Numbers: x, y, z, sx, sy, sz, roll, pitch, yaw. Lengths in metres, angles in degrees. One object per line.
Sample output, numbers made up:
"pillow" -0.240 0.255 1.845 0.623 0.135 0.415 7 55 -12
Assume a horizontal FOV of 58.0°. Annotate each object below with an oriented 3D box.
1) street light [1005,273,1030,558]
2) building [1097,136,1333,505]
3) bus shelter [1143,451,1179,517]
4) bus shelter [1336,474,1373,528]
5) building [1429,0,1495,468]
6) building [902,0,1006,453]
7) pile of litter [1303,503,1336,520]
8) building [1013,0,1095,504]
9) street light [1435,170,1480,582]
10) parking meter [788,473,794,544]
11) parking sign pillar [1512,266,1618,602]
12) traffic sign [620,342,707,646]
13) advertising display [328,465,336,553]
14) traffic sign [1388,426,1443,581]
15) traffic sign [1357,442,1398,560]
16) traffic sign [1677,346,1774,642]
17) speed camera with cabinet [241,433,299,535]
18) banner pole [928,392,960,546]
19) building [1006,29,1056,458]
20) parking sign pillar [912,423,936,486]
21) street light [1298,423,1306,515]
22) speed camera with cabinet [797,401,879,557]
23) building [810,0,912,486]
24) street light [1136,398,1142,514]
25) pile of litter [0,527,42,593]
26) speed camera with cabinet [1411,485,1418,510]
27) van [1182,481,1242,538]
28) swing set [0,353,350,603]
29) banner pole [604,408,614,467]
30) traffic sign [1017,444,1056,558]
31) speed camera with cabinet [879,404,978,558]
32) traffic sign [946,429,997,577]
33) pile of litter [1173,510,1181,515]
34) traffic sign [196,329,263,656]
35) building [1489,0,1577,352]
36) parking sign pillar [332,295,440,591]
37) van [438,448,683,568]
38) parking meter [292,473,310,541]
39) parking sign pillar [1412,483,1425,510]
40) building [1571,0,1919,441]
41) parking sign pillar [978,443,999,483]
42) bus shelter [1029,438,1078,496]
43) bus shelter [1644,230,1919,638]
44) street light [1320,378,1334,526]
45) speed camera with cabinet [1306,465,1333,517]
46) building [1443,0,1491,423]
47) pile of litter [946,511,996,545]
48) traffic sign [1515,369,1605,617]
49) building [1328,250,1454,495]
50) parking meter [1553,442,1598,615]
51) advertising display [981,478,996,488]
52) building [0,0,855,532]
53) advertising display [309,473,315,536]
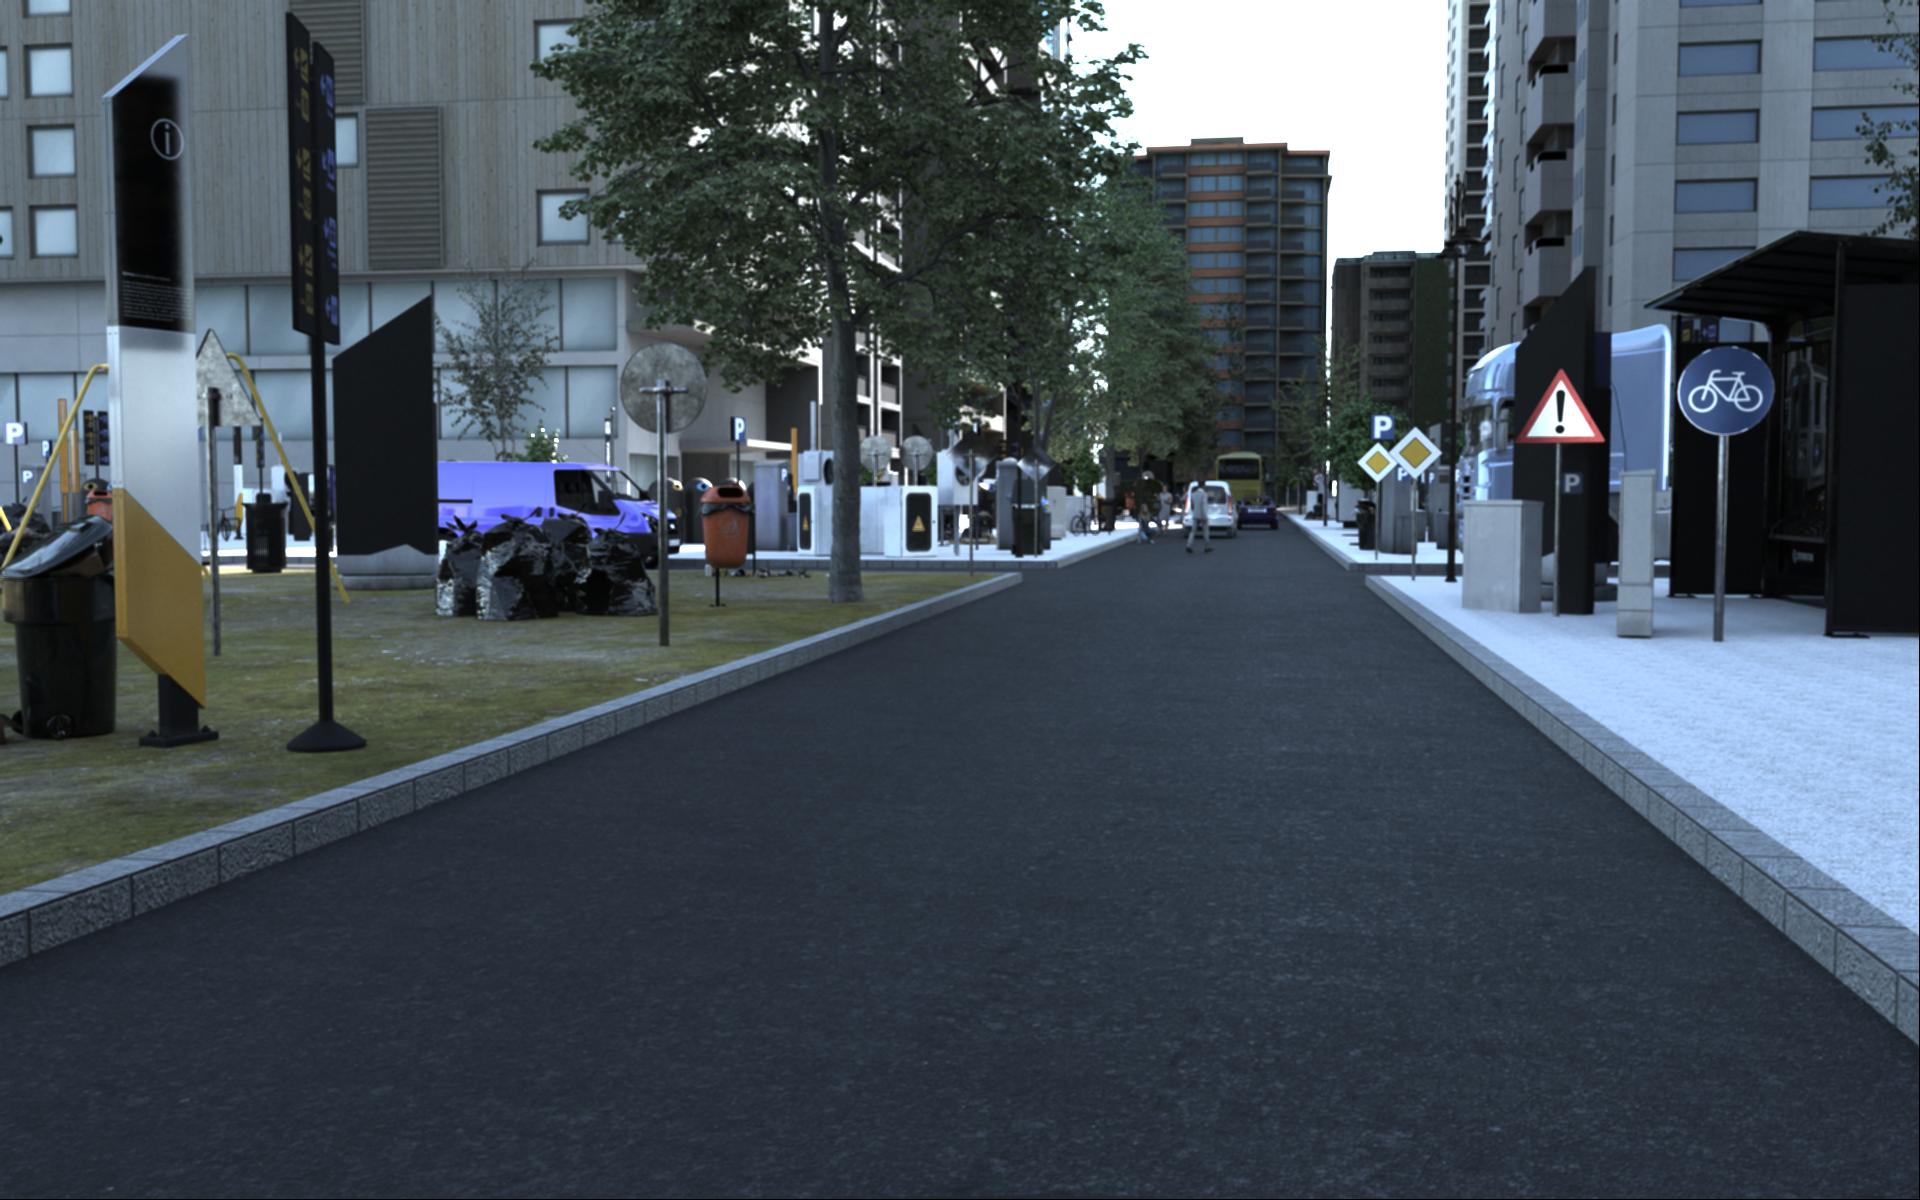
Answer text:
"street light" 1.200 -3.797 34.872 0.468 5.910 1.993 1 4 10
"building" 31.117 -34.290 215.272 28.867 44.769 22.147 1 4 10
"bus shelter" 11.422 -6.539 98.197 1.731 3.624 6.357 1 4 10
"bus shelter" 14.624 -4.226 63.025 2.014 3.302 5.546 1 4 10
"building" 53.594 -51.059 147.488 22.319 86.520 31.000 1 4 10
"building" -8.751 -30.563 123.408 21.300 48.544 21.600 1 4 10
"pile of litter" 17.648 -4.337 84.872 1.719 0.858 1.176 1 4 10
"building" 1.297 -55.407 218.574 31.000 86.520 22.319 1 4 10
"street light" 7.180 -3.203 25.153 0.468 5.910 1.993 1 4 10
"parking meter" -4.365 -2.290 43.154 0.399 1.863 0.255 -3 4 -37
"parking sign pillar" 7.360 -2.003 21.217 1.447 3.967 1.447 -1 4 -20
"traffic sign" -2.497 -0.883 14.543 0.768 2.556 0.104 1 4 11
"advertising display" -13.990 -2.023 38.295 0.123 1.923 0.974 -2 4 -33
"traffic sign" 6.723 -1.345 25.635 0.795 2.450 0.064 1 4 10
"traffic sign" 8.069 -1.827 33.507 0.795 2.450 0.064 1 4 10
"traffic sign" 6.605 -0.911 15.008 0.768 2.556 0.104 1 4 17
"speed camera with cabinet" -22.026 -3.727 55.277 0.660 3.252 2.038 1 4 23
"banner pole" -0.280 -3.220 42.662 0.401 3.779 0.863 3 5 44
"building" 1.321 -31.546 165.883 14.200 45.320 14.600 1 4 10
"parking sign pillar" -1.351 -4.786 66.716 1.447 3.967 1.447 2 4 28
"street light" 21.092 -8.217 107.129 0.468 5.910 1.993 1 4 10
"speed camera with cabinet" -2.421 -2.613 37.053 2.038 3.252 0.660 1 4 16
"building" -16.371 -44.442 164.885 20.611 71.187 20.563 1 4 10
"street light" 7.539 -6.086 72.292 0.468 5.910 1.993 1 4 10
"pile of litter" -12.442 -0.533 22.678 1.719 0.858 1.176 1 4 11
"speed camera with cabinet" 18.677 -4.770 72.327 0.660 3.252 2.038 2 4 24
"van" 8.357 -3.098 57.671 2.013 2.044 4.112 1 4 11
"swing set" -9.098 -1.369 20.005 3.119 2.851 2.862 3 4 36
"banner pole" -10.120 -3.676 50.113 0.401 3.779 0.863 0 4 8
"traffic sign" 1.523 -1.896 34.642 0.795 2.450 0.064 1 4 10
"speed camera with cabinet" -0.576 -2.506 35.303 2.038 3.252 0.660 -3 5 -40
"traffic sign" 0.177 -1.415 26.771 0.795 2.450 0.064 1 4 10
"pile of litter" 13.304 -5.790 108.637 1.176 0.858 1.719 1 4 20
"traffic sign" -5.897 -0.835 13.664 0.884 2.594 0.081 1 4 14
"building" 51.816 -32.325 117.755 28.713 52.752 27.495 1 4 10
"parking sign pillar" -7.822 -2.149 23.612 1.447 3.967 1.447 -1 4 -9
"van" -7.919 -1.750 32.992 5.245 2.365 2.240 1 4 11
"parking meter" -18.007 -2.545 47.318 0.399 1.863 0.255 1 4 19
"parking sign pillar" 19.741 -5.330 75.612 1.447 3.967 1.447 -1 4 -20
"building" 42.803 -33.428 88.551 21.231 58.520 28.212 1 4 10
"parking sign pillar" 1.510 -6.151 89.047 1.447 3.967 1.447 -3 5 -41
"bus shelter" 4.174 -5.063 74.059 1.731 3.624 6.357 1 4 9
"bus shelter" 8.806 -1.657 18.382 1.731 3.624 6.357 1 4 10
"street light" 14.660 -5.903 69.301 0.468 5.910 1.993 1 4 10
"speed camera with cabinet" 18.637 -5.828 89.617 0.660 3.252 2.038 3 4 37
"building" 69.405 -47.033 207.246 20.611 71.187 20.563 1 4 10
"pile of litter" 0.473 -1.851 44.226 1.719 0.858 1.176 3 4 37
"traffic sign" 6.252 -1.106 18.089 0.884 2.594 0.081 1 4 17
"building" 51.711 -26.685 207.998 14.107 30.474 14.160 1 4 10
"parking meter" 6.568 -0.783 18.521 0.399 1.863 0.255 3 5 40
"advertising display" 1.307 -3.949 69.775 0.974 1.923 0.123 -2 4 -25
"building" -19.791 -29.368 69.401 28.713 52.752 27.495 1 4 10
"advertising display" -19.423 -2.917 52.899 0.974 1.923 0.123 0 4 1
